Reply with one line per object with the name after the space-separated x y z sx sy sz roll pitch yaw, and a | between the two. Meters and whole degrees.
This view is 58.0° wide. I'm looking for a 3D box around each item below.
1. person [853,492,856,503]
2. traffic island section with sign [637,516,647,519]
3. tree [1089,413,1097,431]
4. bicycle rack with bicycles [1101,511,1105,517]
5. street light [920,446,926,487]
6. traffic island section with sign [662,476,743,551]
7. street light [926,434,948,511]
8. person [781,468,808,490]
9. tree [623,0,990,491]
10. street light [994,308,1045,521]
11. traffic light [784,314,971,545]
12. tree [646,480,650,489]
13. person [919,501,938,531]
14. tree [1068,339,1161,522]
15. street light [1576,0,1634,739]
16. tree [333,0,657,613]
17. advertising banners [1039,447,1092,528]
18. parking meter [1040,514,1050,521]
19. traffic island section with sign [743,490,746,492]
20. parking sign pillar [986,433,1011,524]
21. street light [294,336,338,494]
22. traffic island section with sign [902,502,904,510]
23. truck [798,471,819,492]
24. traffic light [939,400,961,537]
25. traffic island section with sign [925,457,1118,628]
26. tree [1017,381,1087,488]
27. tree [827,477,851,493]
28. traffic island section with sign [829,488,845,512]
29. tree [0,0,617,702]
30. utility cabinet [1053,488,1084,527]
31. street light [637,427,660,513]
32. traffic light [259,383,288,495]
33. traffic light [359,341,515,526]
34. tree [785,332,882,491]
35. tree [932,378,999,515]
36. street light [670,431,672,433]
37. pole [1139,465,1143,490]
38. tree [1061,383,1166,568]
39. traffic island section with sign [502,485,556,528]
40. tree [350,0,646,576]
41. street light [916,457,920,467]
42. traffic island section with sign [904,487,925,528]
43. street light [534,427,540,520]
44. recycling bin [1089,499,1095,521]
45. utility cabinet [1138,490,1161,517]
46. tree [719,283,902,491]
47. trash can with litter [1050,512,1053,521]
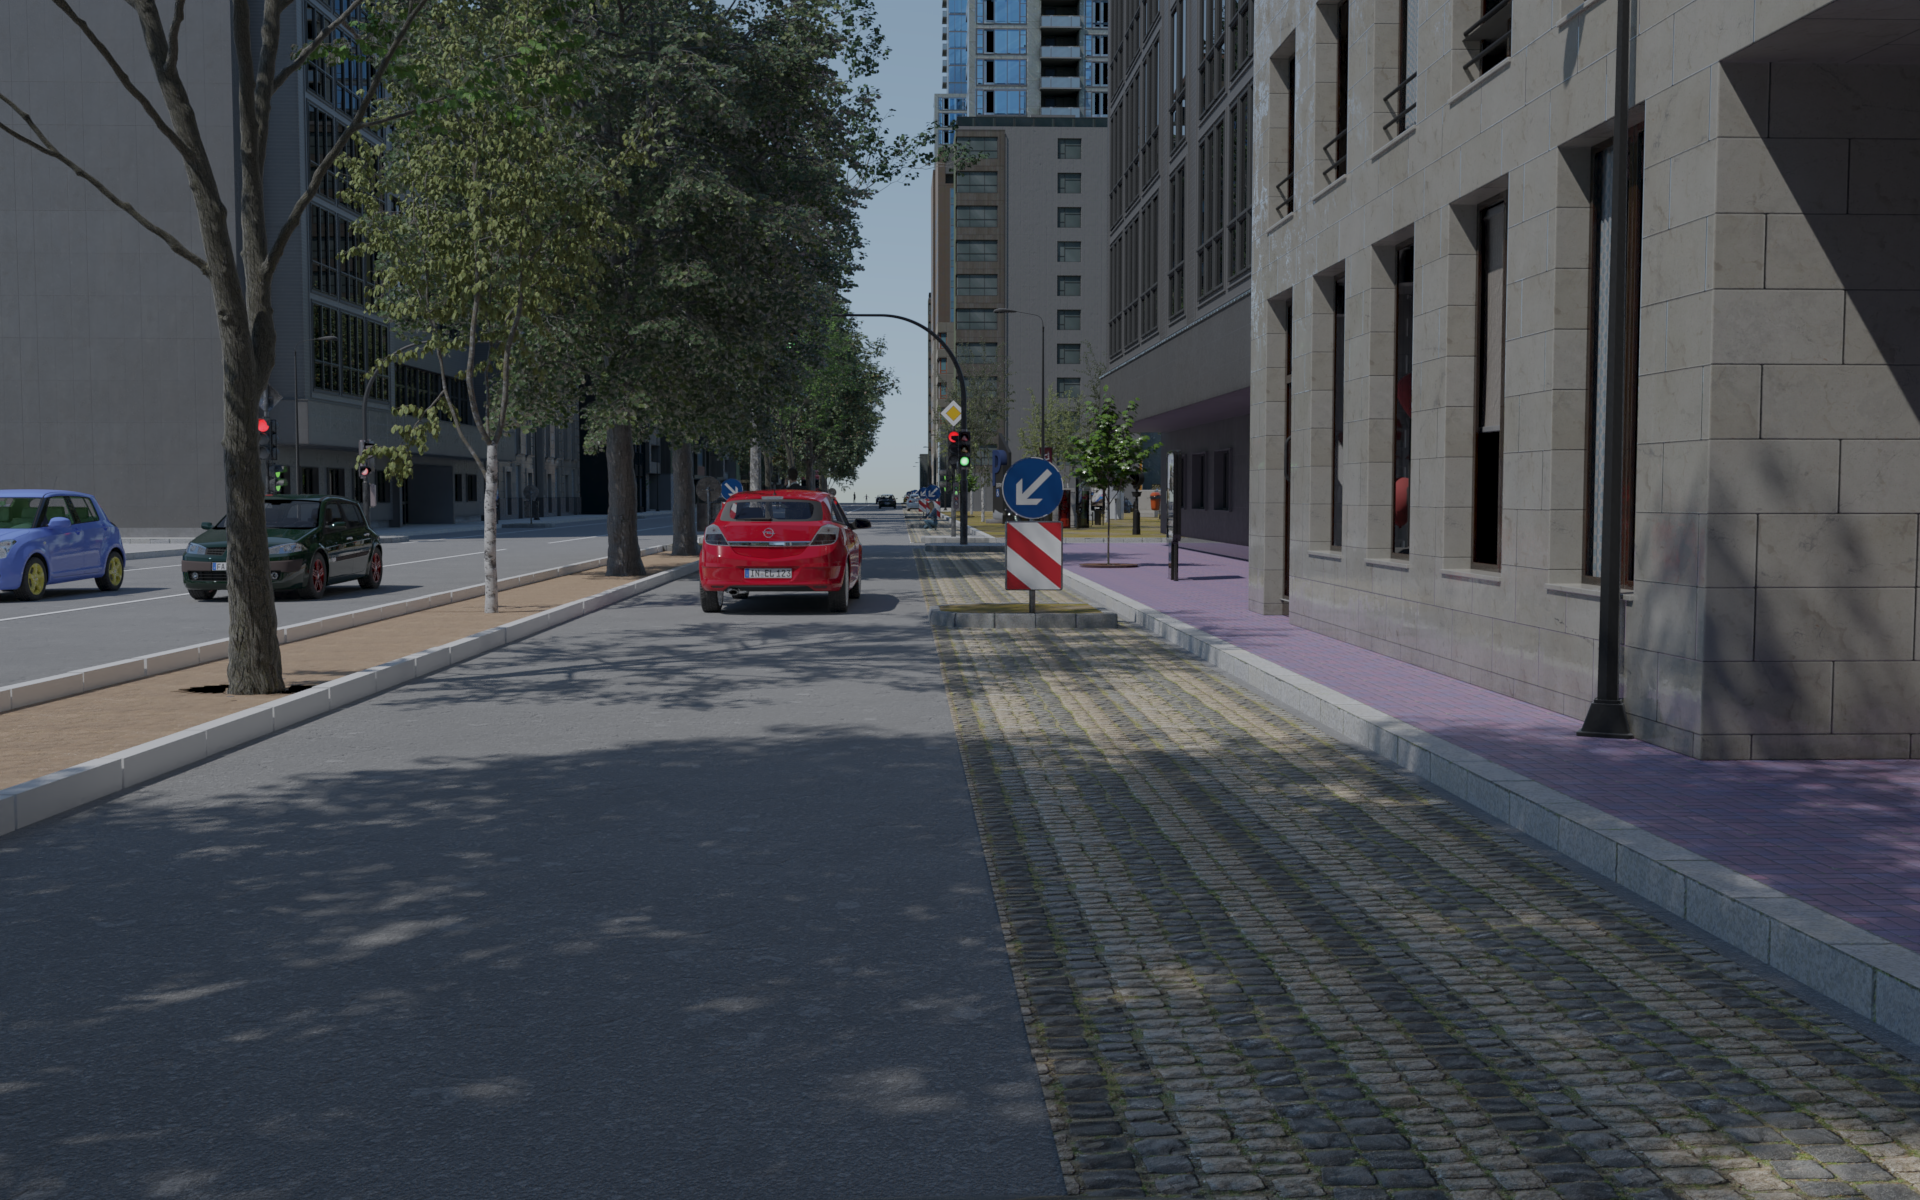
-16.451 -16.068 271.740 0.617 1.759 0.750 -3 5 -40 | person
-19.371 -5.662 101.205 1.989 1.847 2.006 0 4 -2 | traffic island section with sign
7.670 -10.395 120.328 4.737 8.622 4.395 0 3 0 | tree
7.032 -4.986 94.900 2.852 0.926 2.925 -2 4 -35 | bicycle rack with bicycles
-2.898 -12.012 168.932 1.470 5.913 1.316 0 4 -2 | street light
-6.454 -2.194 44.013 2.006 1.907 1.989 0 4 -2 | traffic island section with sign
-1.678 -9.907 134.519 1.470 5.913 1.316 0 4 -2 | street light
-2.998 -1.434 31.308 0.474 1.900 0.648 2 4 28 | person
-5.721 -12.197 57.767 12.611 20.169 13.585 0 3 0 | tree
1.542 -4.340 43.494 1.470 5.913 1.316 0 4 -2 | street light
-2.017 -4.221 43.675 4.771 5.953 1.251 0 4 -2 | traffic light
-23.298 -7.947 124.537 1.663 3.219 1.824 0 3 0 | tree
-1.202 -3.276 67.564 0.738 1.151 1.012 0 4 -4 | person
6.758 -7.833 78.436 4.360 8.622 3.978 0 3 0 | tree
2.907 -2.232 9.037 1.470 5.913 1.316 0 4 -2 | street light
-5.664 -4.154 20.738 4.737 8.622 4.395 0 3 0 | tree
3.941 -4.198 64.829 2.074 3.025 0.090 -1 4 -14 | advertising banners
2.747 -3.072 55.938 0.255 1.863 0.399 0 4 -5 | parking meter
-22.107 -10.378 178.312 1.989 1.847 2.006 0 4 -2 | traffic island section with sign
1.844 -5.350 75.946 1.447 3.967 1.447 -1 4 -18 | parking sign pillar
-18.998 -4.804 51.083 1.470 5.913 1.316 0 4 -2 | street light
-2.226 -5.628 100.641 1.989 1.847 2.006 0 4 -2 | traffic island section with sign
-14.786 -11.400 175.308 2.839 4.237 11.283 0 4 -3 | truck
-0.212 -3.850 51.870 0.839 4.253 0.868 0 4 -2 | traffic light
0.650 -0.653 19.304 1.989 1.847 2.006 0 4 -2 | traffic island section with sign
5.484 -10.012 114.052 4.737 8.622 4.395 0 3 0 | tree
-9.507 -10.539 125.128 4.360 8.622 3.978 0 3 0 | tree
-9.374 -7.240 126.507 2.006 1.907 1.989 0 4 -2 | traffic island section with sign
-5.177 -5.138 12.226 9.928 11.665 9.643 0 3 0 | tree
4.113 -3.494 65.799 1.173 1.500 0.318 0 4 2 | utility cabinet
-21.468 -8.949 118.855 1.470 5.913 1.316 0 4 -2 | street light
-17.279 -3.324 43.262 0.839 4.253 0.868 0 4 -2 | traffic light
-15.474 -4.690 51.351 4.771 5.953 1.251 0 4 -2 | traffic light
-8.294 -10.863 98.188 7.486 12.596 7.792 0 3 0 | tree
0.496 -9.620 107.651 4.737 8.622 4.395 0 3 0 | tree
-21.760 -9.483 127.590 1.470 5.913 1.316 0 4 -2 | street light
10.624 -6.599 101.739 0.158 3.312 0.155 0 3 0 | pole
2.565 -2.194 30.476 1.663 3.219 1.824 0 3 0 | tree
-18.407 -4.006 74.124 1.989 1.847 2.006 0 4 -2 | traffic island section with sign
-5.847 -7.382 29.808 9.857 13.997 8.962 0 3 0 | tree
-4.095 -14.107 203.190 1.470 5.913 1.316 0 4 -2 | street light
-1.268 -3.980 73.703 1.989 1.847 2.006 0 4 -2 | traffic island section with sign
-20.263 -6.876 84.968 1.470 5.913 1.316 0 4 -2 | street light
6.146 -4.320 83.188 0.722 1.027 0.722 1 4 13 | recycling bin
10.242 -5.237 94.311 0.318 1.500 1.173 -3 5 -41 | utility cabinet
-7.803 -10.404 89.563 9.611 12.733 9.660 0 3 0 | tree
3.587 -3.409 67.120 1.055 1.170 0.624 0 4 -3 | trash can with litter
